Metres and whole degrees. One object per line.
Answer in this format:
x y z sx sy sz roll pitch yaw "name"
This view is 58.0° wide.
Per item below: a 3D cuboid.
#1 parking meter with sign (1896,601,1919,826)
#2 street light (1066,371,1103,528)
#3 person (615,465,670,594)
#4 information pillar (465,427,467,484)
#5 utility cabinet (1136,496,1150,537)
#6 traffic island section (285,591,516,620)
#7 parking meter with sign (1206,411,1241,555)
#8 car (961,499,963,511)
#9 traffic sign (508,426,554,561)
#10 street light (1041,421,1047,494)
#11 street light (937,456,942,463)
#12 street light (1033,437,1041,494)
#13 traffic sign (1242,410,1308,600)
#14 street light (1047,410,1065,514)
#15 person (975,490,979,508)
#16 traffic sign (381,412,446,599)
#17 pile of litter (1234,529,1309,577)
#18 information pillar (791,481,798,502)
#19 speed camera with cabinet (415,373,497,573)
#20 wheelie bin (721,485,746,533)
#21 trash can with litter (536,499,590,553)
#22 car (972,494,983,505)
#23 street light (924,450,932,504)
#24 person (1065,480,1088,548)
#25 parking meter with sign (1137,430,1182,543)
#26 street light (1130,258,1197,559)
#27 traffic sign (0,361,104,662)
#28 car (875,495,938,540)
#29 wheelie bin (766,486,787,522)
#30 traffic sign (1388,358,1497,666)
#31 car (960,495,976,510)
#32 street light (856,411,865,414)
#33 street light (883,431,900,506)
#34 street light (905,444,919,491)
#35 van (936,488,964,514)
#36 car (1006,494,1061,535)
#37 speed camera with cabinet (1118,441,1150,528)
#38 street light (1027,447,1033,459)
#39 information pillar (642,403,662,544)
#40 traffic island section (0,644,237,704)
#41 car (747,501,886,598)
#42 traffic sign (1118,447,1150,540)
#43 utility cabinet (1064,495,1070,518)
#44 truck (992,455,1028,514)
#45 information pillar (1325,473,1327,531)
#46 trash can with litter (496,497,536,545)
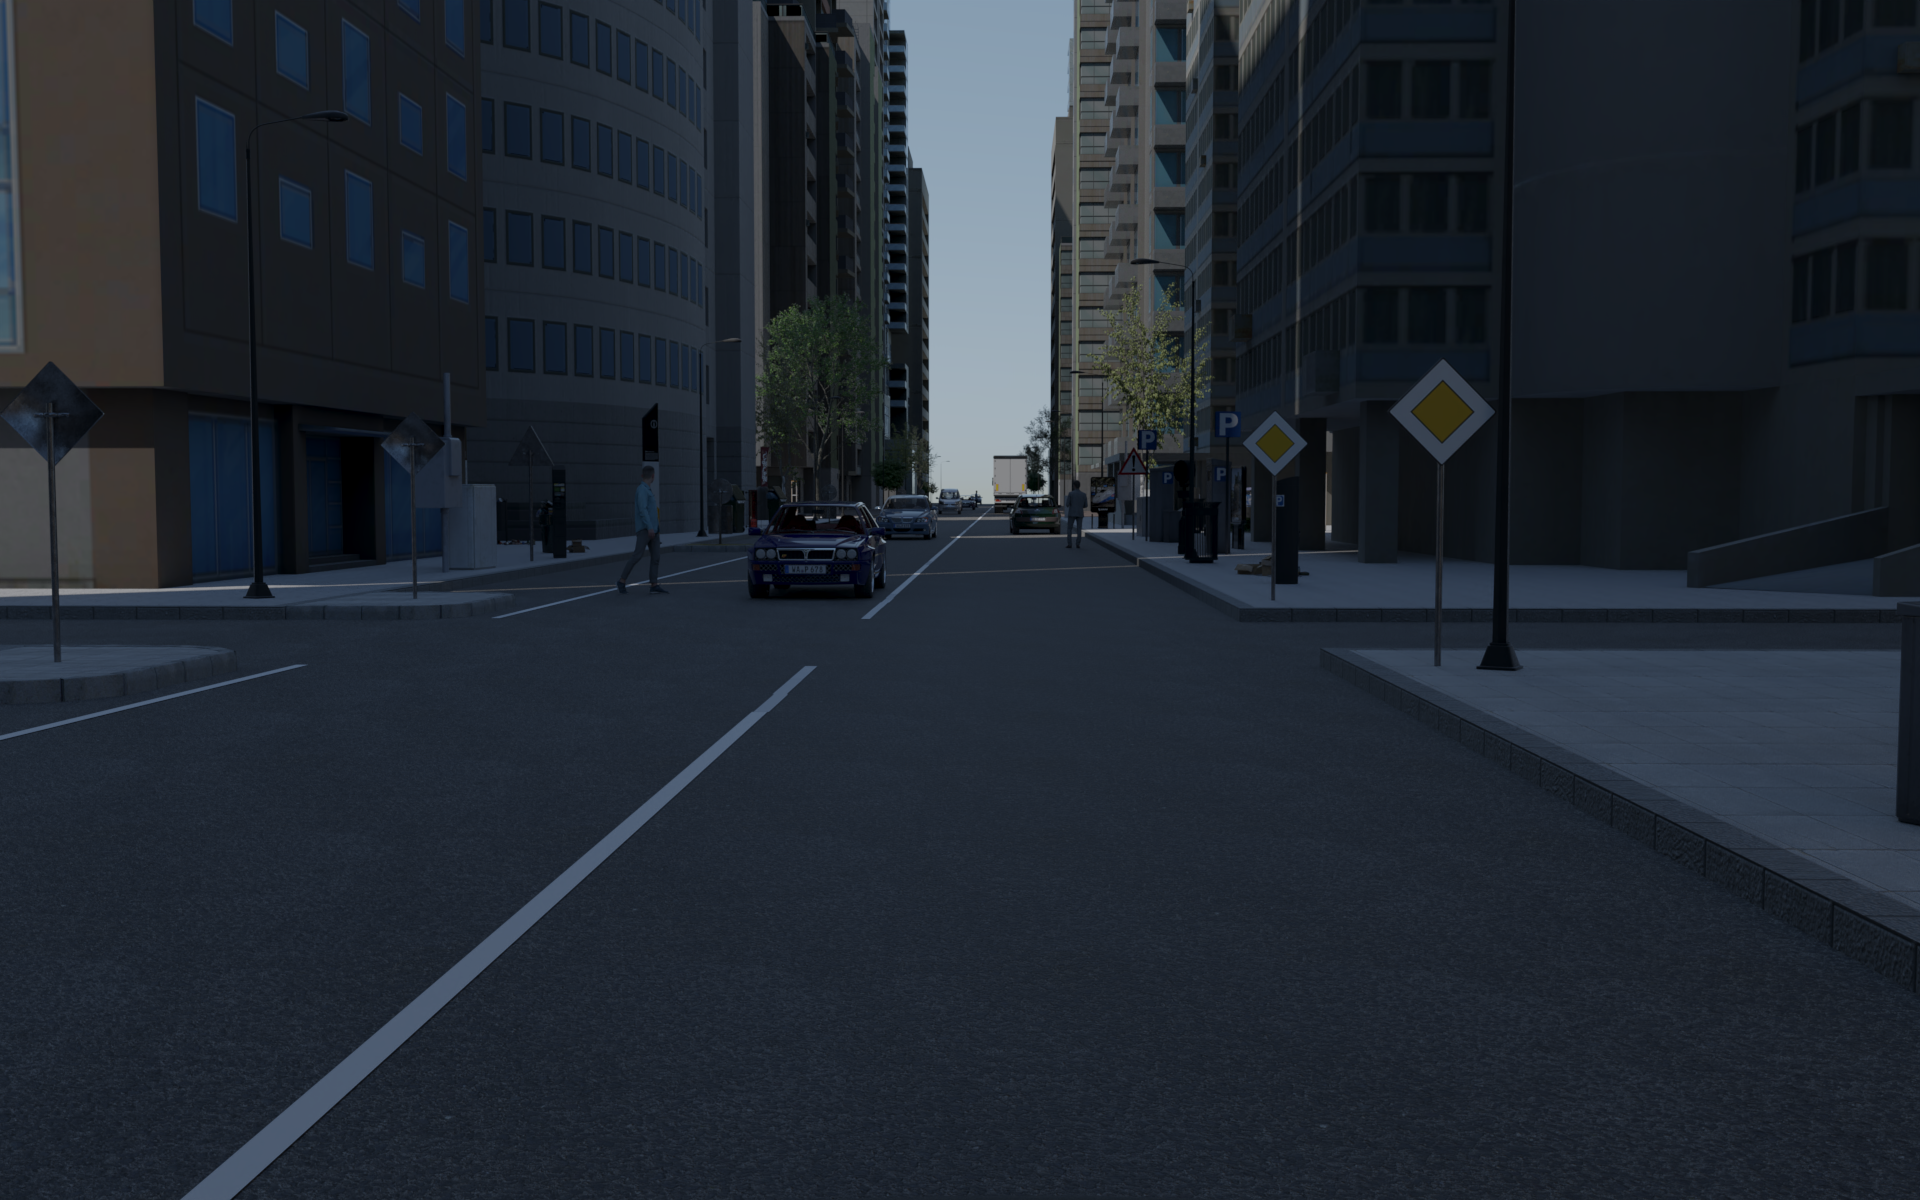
4.522 -0.647 6.844 1.738 3.016 0.543 -1 4 -23 "parking meter with sign"
4.817 -5.670 65.241 1.470 5.913 1.316 0 4 2 "street light"
-4.547 -1.008 24.835 0.748 1.841 0.638 1 4 11 "person"
-12.193 -3.109 42.185 0.183 3.616 0.504 1 4 21 "information pillar"
5.568 -2.529 52.503 0.306 1.237 1.020 0 4 -4 "utility cabinet"
-6.689 0.066 21.196 2.009 0.180 2.903 0 4 2 "traffic island section"
5.608 -2.516 37.394 0.543 3.016 1.738 0 4 -2 "parking meter with sign"
-0.696 -8.346 146.245 2.009 1.686 4.222 0 4 3 "car"
-8.170 -2.016 32.973 0.884 2.594 0.081 0 4 2 "traffic sign"
6.060 -8.371 109.405 1.470 5.913 1.316 0 4 2 "street light"
-3.007 -14.607 211.365 1.470 5.913 1.316 0 4 2 "street light"
6.914 -10.274 140.525 1.470 5.913 1.316 0 4 2 "street light"
3.774 -1.051 20.830 0.795 2.450 0.064 0 4 2 "traffic sign"
5.694 -7.546 95.916 1.470 5.913 1.316 0 4 2 "street light"
1.782 -10.746 184.179 0.705 1.826 1.348 -1 4 -16 "person"
-6.665 -1.070 21.134 0.795 2.450 0.064 0 4 2 "traffic sign"
4.956 -0.830 27.531 1.176 0.858 1.719 1 4 10 "pile of litter"
-9.216 -5.631 96.554 0.304 2.012 0.304 0 4 5 "information pillar"
-8.463 -2.124 29.061 0.660 3.252 2.038 1 4 8 "speed camera with cabinet"
-7.507 -3.005 57.039 0.693 1.594 0.980 1 4 21 "wheelie bin"
-8.672 -1.617 37.817 1.055 1.170 0.624 -2 4 -29 "trash can with litter"
2.149 -13.875 238.865 2.014 1.417 4.499 0 4 1 "car"
-3.740 -12.731 180.686 1.470 5.913 1.316 0 4 2 "street light"
3.060 -2.283 46.020 0.606 1.804 0.583 -1 4 -19 "person"
5.373 -3.058 46.255 0.543 3.016 1.738 -1 4 -21 "parking meter with sign"
4.051 -3.774 34.247 1.470 5.913 1.316 0 4 2 "street light"
-6.883 -0.582 13.152 0.795 2.450 0.064 0 4 2 "traffic sign"
-1.689 -2.676 55.752 2.014 1.417 4.499 0 4 3 "car"
-7.467 -3.814 70.263 0.693 1.594 0.980 1 4 20 "wheelie bin"
3.557 -0.563 12.848 0.795 2.450 0.064 0 4 2 "traffic sign"
0.516 -8.783 156.186 1.945 1.354 3.894 0 4 1 "car"
-6.056 -7.644 97.521 1.470 5.913 1.316 0 4 2 "street light"
-5.144 -9.537 128.469 1.470 5.913 1.316 0 4 2 "street light"
-4.463 -11.438 159.556 1.470 5.913 1.316 0 4 2 "street light"
-0.735 -7.180 124.406 2.013 2.044 4.112 0 3 0 "van"
2.692 -3.225 62.516 2.009 1.686 4.222 0 4 0 "car"
6.789 -4.263 64.040 2.038 3.252 0.660 3 5 44 "speed camera with cabinet"
7.687 -12.176 171.622 1.470 5.913 1.316 0 4 2 "street light"
-7.894 -3.237 44.275 0.183 3.616 0.504 3 5 40 "information pillar"
-6.907 0.555 13.214 2.009 0.180 2.903 0 4 2 "traffic island section"
-2.019 -0.764 25.064 1.945 1.354 3.894 0 4 1 "car"
4.828 -2.946 48.178 0.884 2.594 0.081 0 4 7 "traffic sign"
5.966 -5.042 93.603 0.306 1.237 1.020 2 4 27 "utility cabinet"
3.789 -8.677 130.778 2.839 4.237 11.283 0 4 2 "truck"
12.559 -3.406 60.180 0.304 2.012 0.304 0 4 1 "information pillar"
-11.435 -2.007 43.877 2.233 1.210 1.678 1 4 20 "trash can with litter"
